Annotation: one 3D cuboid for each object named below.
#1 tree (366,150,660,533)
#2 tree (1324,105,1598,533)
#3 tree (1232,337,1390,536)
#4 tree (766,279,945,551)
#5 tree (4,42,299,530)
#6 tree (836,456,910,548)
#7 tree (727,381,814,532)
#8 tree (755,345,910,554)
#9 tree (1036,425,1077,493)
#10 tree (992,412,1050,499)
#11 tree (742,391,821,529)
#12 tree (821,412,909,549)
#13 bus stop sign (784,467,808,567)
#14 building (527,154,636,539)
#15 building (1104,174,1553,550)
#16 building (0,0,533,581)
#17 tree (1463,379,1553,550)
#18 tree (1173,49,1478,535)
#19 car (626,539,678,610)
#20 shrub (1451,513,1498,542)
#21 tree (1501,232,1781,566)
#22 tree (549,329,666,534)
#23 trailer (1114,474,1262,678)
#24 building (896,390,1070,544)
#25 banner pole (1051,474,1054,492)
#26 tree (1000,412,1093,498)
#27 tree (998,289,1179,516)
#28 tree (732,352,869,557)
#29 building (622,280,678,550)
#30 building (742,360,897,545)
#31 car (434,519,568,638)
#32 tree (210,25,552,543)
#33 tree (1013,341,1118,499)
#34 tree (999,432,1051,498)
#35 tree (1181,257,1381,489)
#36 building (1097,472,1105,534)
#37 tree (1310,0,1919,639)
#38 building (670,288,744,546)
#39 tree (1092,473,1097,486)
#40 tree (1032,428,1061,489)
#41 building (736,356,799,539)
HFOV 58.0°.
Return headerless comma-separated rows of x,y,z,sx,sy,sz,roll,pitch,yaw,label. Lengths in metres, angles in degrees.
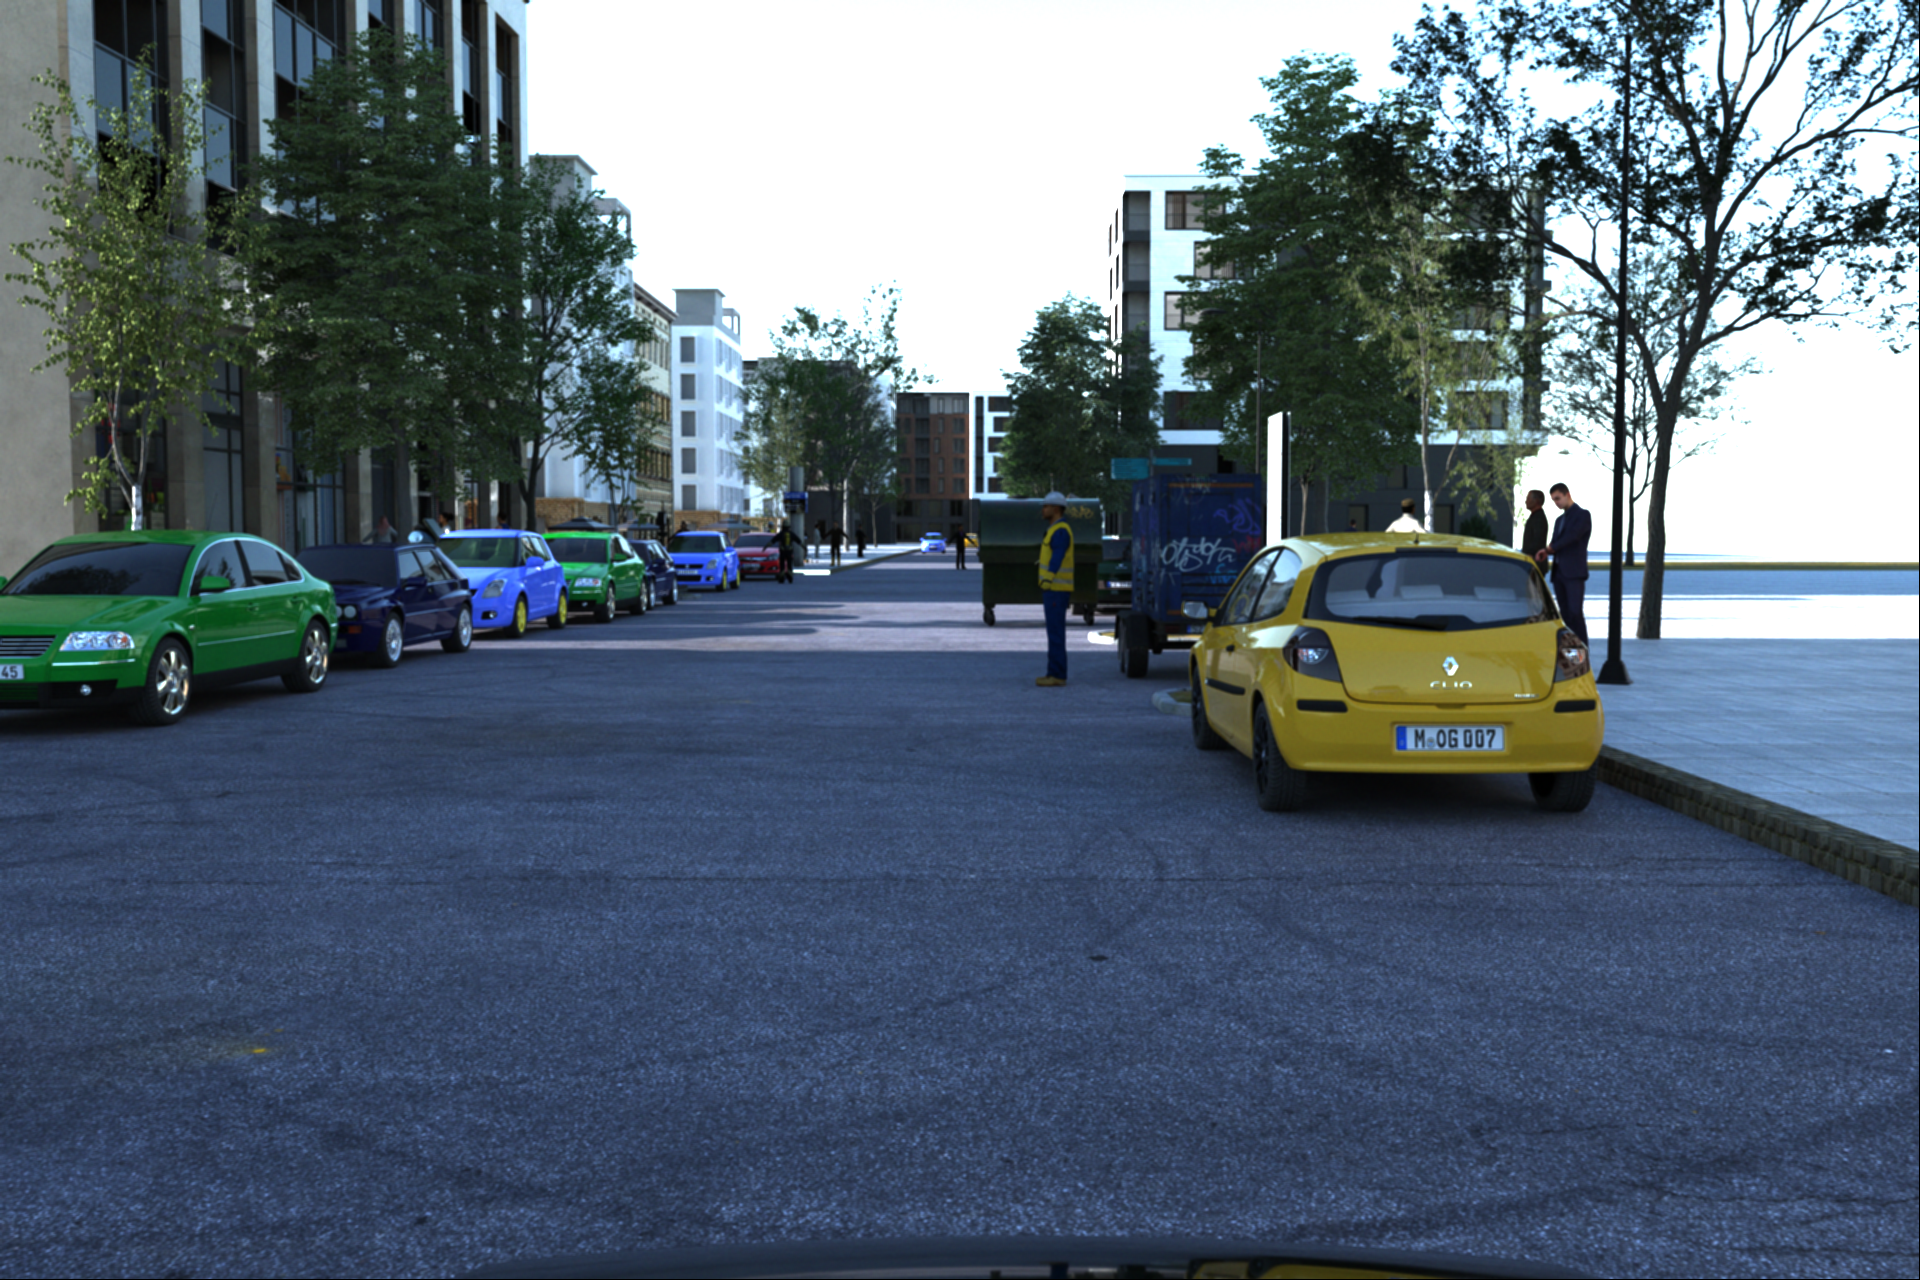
-12.177,-7.499,48.364,9.928,11.665,9.643,0,3,0,tree
8.018,-4.882,30.191,4.360,8.622,3.978,0,3,0,tree
15.203,-8.594,74.929,7.601,10.594,8.767,-1,4,-12,tree
-6.938,-16.602,127.337,12.611,20.169,13.585,0,3,0,tree
-12.711,-4.679,26.870,4.737,8.622,4.395,0,3,0,tree
-8.224,-13.928,162.134,7.601,10.594,8.767,0,4,-2,tree
-8.555,-8.092,82.671,4.360,8.622,3.978,0,3,0,tree
-8.075,-12.314,111.708,12.009,13.543,11.850,0,3,0,tree
6.605,-9.643,108.026,4.737,8.622,4.395,0,3,0,tree
7.729,-15.750,164.174,9.857,13.997,8.962,0,3,0,tree
-8.712,-8.470,88.847,4.360,8.622,3.978,0,3,0,tree
-8.156,-13.469,145.979,9.928,11.665,9.643,0,3,0,tree
-6.415,-4.815,67.747,0.837,3.901,0.837,0,4,0,bus stop sign
-24.037,-14.150,87.777,16.016,20.090,11.380,0,4,1,building
23.406,-16.580,115.065,27.936,21.610,32.646,0,4,1,building
-29.056,-17.541,53.018,22.709,31.103,35.509,0,4,1,building
26.153,-7.966,80.609,4.360,8.622,3.978,0,3,0,tree
8.770,-7.549,41.554,7.486,12.596,7.792,0,3,0,tree
-6.630,-1.299,33.826,1.945,1.354,3.894,0,4,0,car
19.225,-3.714,64.763,1.661,2.075,1.752,0,3,0,shrub
27.063,-9.717,69.250,12.009,13.543,11.850,0,3,0,tree
-12.138,-6.748,60.699,4.737,8.622,4.395,0,3,0,tree
2.366,-0.689,18.308,1.471,1.999,3.904,0,3,0,trailer
-0.951,-25.145,257.553,32.646,21.610,27.936,0,4,-1,building
3.815,-4.980,71.440,0.401,3.779,0.863,0,4,0,banner pole
7.008,-12.935,137.237,9.928,11.665,9.643,0,3,0,tree
6.552,-11.198,89.749,9.857,13.997,8.962,0,3,0,tree
-9.002,-10.539,98.075,9.928,11.665,9.643,0,3,0,tree
-29.116,-17.091,110.369,19.493,23.208,18.063,0,3,0,building
-22.820,-22.976,219.627,27.936,21.610,32.646,0,4,1,building
-6.846,-0.938,24.933,1.945,1.707,3.694,0,4,1,car
-13.243,-7.431,39.630,7.486,12.596,7.792,0,3,0,tree
3.724,-7.131,66.953,4.360,8.622,3.978,0,3,0,tree
7.220,-13.673,149.316,9.928,11.665,9.643,0,3,0,tree
12.115,-8.500,64.731,9.928,11.665,9.643,0,3,0,tree
22.083,-16.448,211.069,9.099,9.664,28.070,0,4,1,building
8.327,-5.273,20.625,8.767,10.594,7.601,1,4,18,tree
-23.660,-17.006,134.464,16.016,20.090,11.380,0,4,2,building
22.089,-21.317,255.179,9.857,13.997,8.962,0,3,0,tree
6.748,-10.126,115.917,4.737,8.622,4.395,0,3,0,tree
-23.194,-20.133,185.598,16.016,20.090,11.380,0,4,1,building
